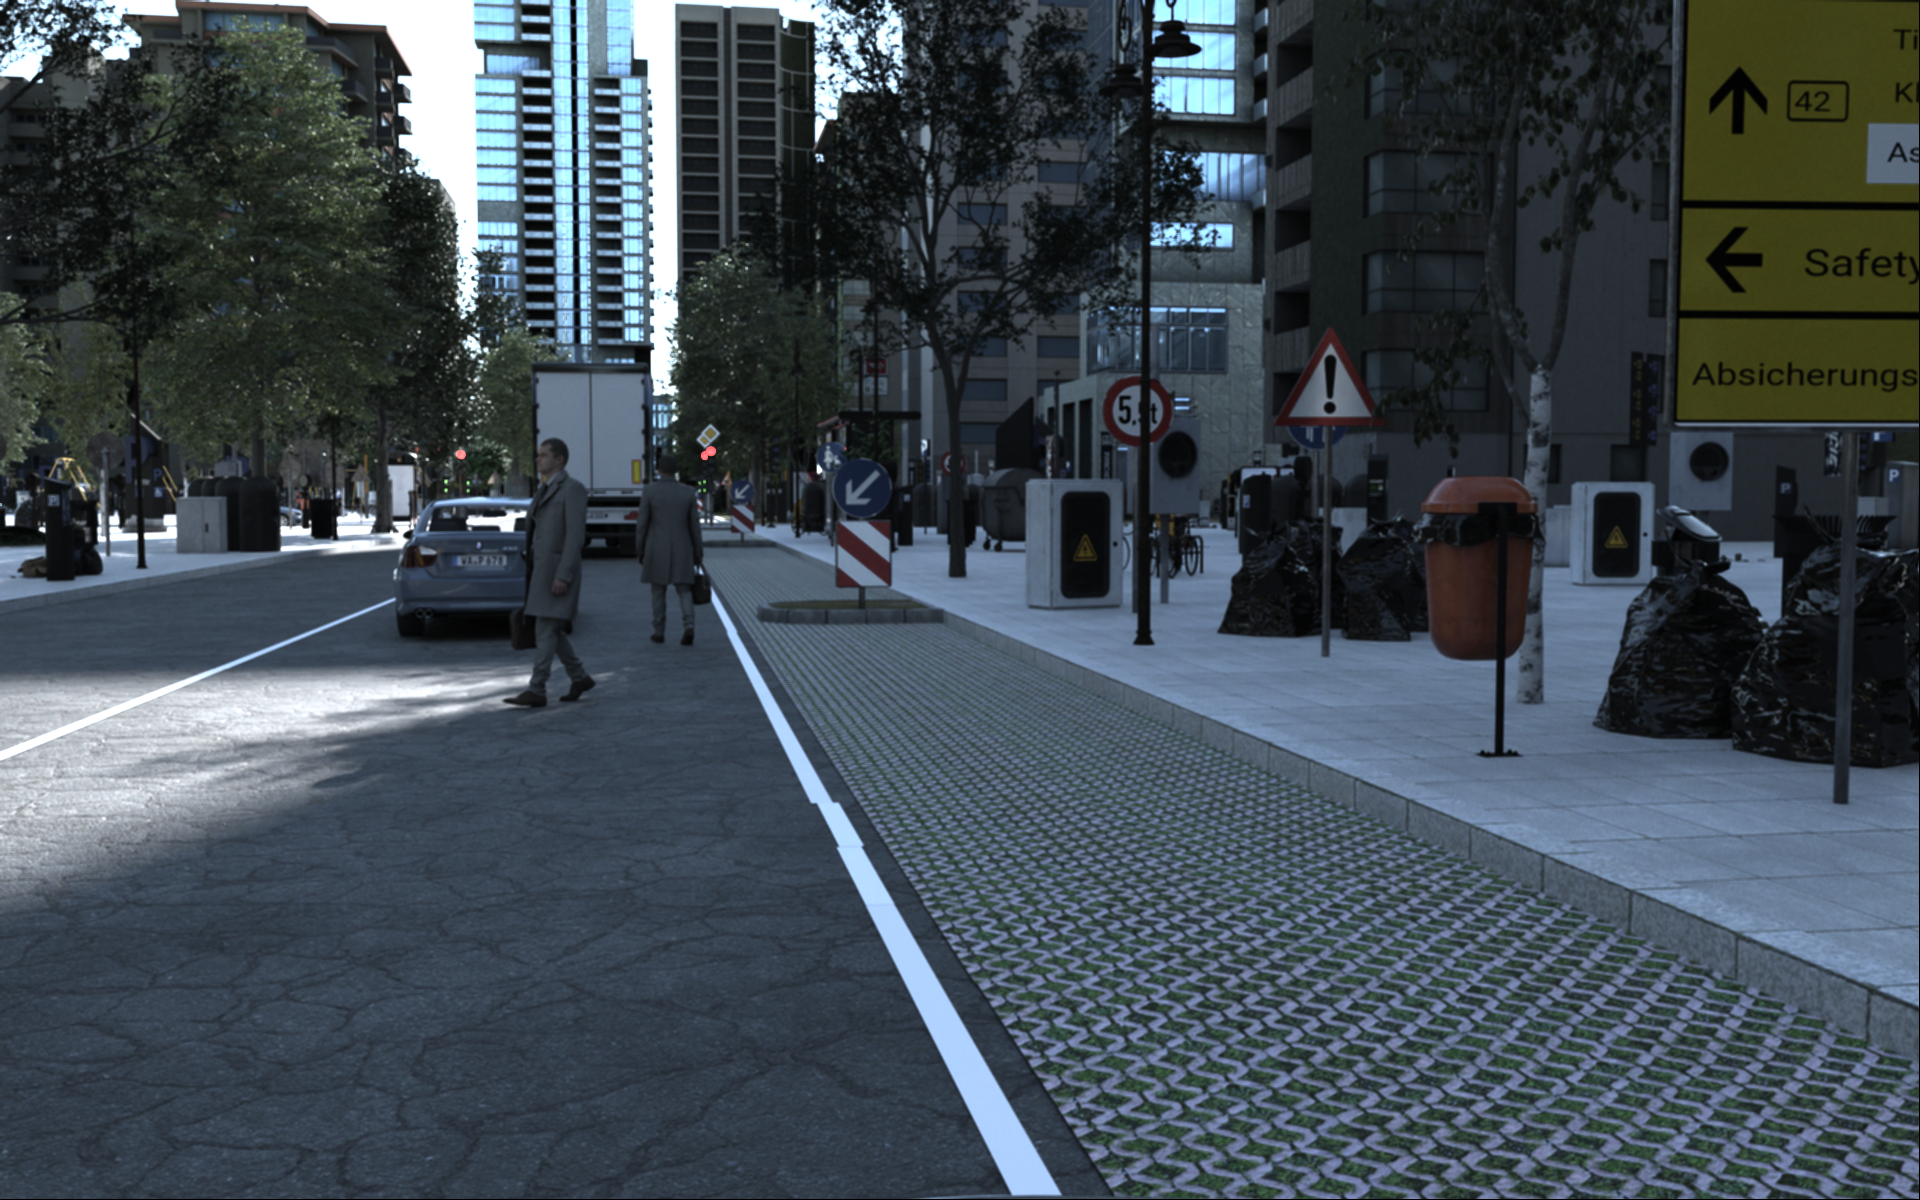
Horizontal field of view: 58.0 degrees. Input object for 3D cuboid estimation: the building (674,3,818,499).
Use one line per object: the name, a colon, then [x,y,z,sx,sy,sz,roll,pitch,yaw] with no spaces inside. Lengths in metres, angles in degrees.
building: [-31.730,-50.116,257.648,20.611,71.187,20.563,-1,4,-10]

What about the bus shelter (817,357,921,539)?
bus shelter: [-2.716,-4.294,47.842,2.179,5.291,8.768,-1,4,-10]

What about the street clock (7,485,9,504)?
street clock: [-71.904,-7.702,130.501,0.358,2.002,0.471,1,4,22]

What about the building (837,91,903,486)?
building: [-5.919,-30.382,180.339,14.154,41.232,14.086,-1,4,-10]

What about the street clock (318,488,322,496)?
street clock: [-48.679,-7.797,132.052,0.471,2.002,0.358,2,4,35]

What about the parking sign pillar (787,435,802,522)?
parking sign pillar: [-7.683,-5.570,79.548,1.447,3.967,1.447,-1,4,-12]

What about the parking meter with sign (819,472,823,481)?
parking meter with sign: [-10.242,-8.615,137.124,1.738,3.016,0.543,1,4,21]

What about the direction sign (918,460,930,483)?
direction sign: [-2.403,-7.521,114.970,0.876,3.537,0.379,0,4,5]

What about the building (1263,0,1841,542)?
building: [16.448,-17.128,51.744,14.160,30.474,14.107,-1,4,-10]

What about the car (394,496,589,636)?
car: [-5.090,-0.423,18.920,2.014,1.417,4.499,-1,4,-11]

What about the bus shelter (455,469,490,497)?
bus shelter: [-28.717,-6.821,102.802,1.731,3.624,6.357,-1,4,-10]

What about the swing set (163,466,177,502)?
swing set: [-44.756,-6.070,96.866,2.862,2.851,3.119,-2,4,-32]

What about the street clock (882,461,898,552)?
street clock: [-1.548,-2.053,38.142,0.358,2.002,0.471,-1,4,-20]

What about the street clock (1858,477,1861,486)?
street clock: [33.172,-3.659,64.390,0.471,2.002,0.358,0,4,6]

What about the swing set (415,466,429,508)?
swing set: [-31.322,-6.174,98.559,2.862,2.851,3.119,-2,4,-35]

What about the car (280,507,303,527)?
car: [-29.096,-3.585,70.625,4.499,1.417,2.014,-1,4,-10]

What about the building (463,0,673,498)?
building: [-58.058,-57.528,253.261,31.000,86.520,22.319,-1,4,-10]

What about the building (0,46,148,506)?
building: [-96.988,-34.635,189.983,21.600,48.544,21.300,-1,4,-10]

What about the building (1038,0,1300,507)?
building: [20.724,-48.430,104.499,31.000,86.520,22.319,-1,4,-10]

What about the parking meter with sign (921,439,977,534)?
parking meter with sign: [-0.345,-3.622,55.473,1.738,3.016,0.543,-2,4,-24]

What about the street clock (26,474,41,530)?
street clock: [-32.696,-3.462,61.168,0.471,2.002,0.358,1,4,14]

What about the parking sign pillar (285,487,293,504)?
parking sign pillar: [-45.949,-8.025,119.685,1.447,3.967,1.447,-1,4,-23]

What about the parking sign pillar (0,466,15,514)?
parking sign pillar: [-61.279,-7.471,110.625,1.447,3.967,1.447,-1,4,-15]

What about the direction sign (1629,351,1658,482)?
direction sign: [10.982,-2.194,27.871,0.876,3.537,0.379,-3,5,-43]

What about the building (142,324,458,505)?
building: [-71.701,-21.268,192.770,28.899,21.520,27.650,-1,4,-10]

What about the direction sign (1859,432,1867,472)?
direction sign: [32.046,-4.287,62.096,0.876,3.537,0.379,0,4,-4]

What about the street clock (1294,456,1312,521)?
street clock: [6.530,-1.739,32.998,0.358,2.002,0.471,2,4,29]

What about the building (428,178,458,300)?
building: [-84.421,-38.321,250.252,21.600,48.544,21.300,-1,4,-10]

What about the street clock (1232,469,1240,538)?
street clock: [8.226,-2.836,50.943,0.471,2.002,0.358,-3,4,-36]

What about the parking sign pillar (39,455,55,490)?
parking sign pillar: [-62.083,-7.931,118.143,1.447,3.967,1.447,-1,4,-13]

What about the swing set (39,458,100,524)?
swing set: [-39.087,-4.787,75.892,2.862,2.851,3.119,-1,4,-18]

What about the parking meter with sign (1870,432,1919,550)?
parking meter with sign: [21.866,-2.682,40.105,1.738,3.016,0.543,-2,4,-27]

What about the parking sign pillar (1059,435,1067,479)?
parking sign pillar: [3.029,-4.340,59.433,1.447,3.967,1.447,3,5,42]

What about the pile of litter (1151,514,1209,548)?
pile of litter: [5.207,-1.717,42.035,1.176,0.858,1.719,-3,5,-40]

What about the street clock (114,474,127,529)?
street clock: [-30.492,-3.575,63.021,0.471,2.002,0.358,0,4,3]

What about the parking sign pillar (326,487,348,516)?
parking sign pillar: [-35.956,-6.790,99.489,1.447,3.967,1.447,-3,5,-44]

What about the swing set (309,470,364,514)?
swing set: [-40.288,-6.959,111.407,3.119,2.851,2.862,-2,4,-35]

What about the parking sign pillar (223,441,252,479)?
parking sign pillar: [-36.725,-6.092,88.084,1.447,3.967,1.447,3,5,43]

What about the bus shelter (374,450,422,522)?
bus shelter: [-26.568,-5.449,83.021,2.014,3.302,5.546,-1,4,-10]

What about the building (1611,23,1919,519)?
building: [51.410,-20.574,108.088,14.107,30.474,14.160,-1,4,-10]

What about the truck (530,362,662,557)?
truck: [-8.762,-3.273,42.430,2.839,4.237,11.283,-1,4,-9]

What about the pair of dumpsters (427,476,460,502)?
pair of dumpsters: [-26.499,-5.314,89.376,1.574,2.255,4.437,-1,4,-10]

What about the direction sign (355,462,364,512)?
direction sign: [-42.315,-7.978,122.436,0.379,3.537,0.876,3,4,36]

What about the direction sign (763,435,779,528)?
direction sign: [-7.231,-4.543,66.276,0.379,3.537,0.876,3,4,36]

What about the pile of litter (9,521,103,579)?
pile of litter: [-14.176,-0.804,27.105,1.176,0.858,1.719,1,4,19]

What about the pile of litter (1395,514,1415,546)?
pile of litter: [9.739,-1.405,36.942,1.176,0.858,1.719,3,4,39]

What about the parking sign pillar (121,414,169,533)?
parking sign pillar: [-27.292,-4.247,57.911,1.447,3.967,1.447,2,4,24]

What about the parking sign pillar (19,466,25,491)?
parking sign pillar: [-74.447,-9.101,137.278,1.447,3.967,1.447,-1,4,-19]

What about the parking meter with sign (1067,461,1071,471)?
parking meter with sign: [5.432,-5.866,92.173,0.543,3.016,1.738,0,4,-8]

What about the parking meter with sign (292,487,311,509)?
parking meter with sign: [-45.176,-7.456,118.161,1.738,3.016,0.543,-1,4,-13]

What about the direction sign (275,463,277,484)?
direction sign: [-49.582,-8.174,125.642,0.379,3.537,0.876,-2,4,-27]

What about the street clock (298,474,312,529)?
street clock: [-24.185,-3.635,63.996,0.471,2.002,0.358,2,4,23]

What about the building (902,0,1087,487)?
building: [6.053,-36.169,133.364,21.231,58.520,28.212,-1,4,-10]

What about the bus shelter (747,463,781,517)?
bus shelter: [-10.826,-6.221,95.630,2.014,3.302,5.546,-1,4,-10]

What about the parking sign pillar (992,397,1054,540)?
parking sign pillar: [1.620,-3.686,48.733,1.447,3.967,1.447,3,5,43]

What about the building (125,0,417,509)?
building: [-62.227,-30.815,158.443,22.147,44.769,28.867,-1,4,-10]

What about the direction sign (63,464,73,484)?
direction sign: [-70.082,-8.832,136.400,0.379,3.537,0.876,0,4,4]

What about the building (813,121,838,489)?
building: [-5.511,-33.486,202.118,22.147,44.769,28.867,-1,4,-10]
